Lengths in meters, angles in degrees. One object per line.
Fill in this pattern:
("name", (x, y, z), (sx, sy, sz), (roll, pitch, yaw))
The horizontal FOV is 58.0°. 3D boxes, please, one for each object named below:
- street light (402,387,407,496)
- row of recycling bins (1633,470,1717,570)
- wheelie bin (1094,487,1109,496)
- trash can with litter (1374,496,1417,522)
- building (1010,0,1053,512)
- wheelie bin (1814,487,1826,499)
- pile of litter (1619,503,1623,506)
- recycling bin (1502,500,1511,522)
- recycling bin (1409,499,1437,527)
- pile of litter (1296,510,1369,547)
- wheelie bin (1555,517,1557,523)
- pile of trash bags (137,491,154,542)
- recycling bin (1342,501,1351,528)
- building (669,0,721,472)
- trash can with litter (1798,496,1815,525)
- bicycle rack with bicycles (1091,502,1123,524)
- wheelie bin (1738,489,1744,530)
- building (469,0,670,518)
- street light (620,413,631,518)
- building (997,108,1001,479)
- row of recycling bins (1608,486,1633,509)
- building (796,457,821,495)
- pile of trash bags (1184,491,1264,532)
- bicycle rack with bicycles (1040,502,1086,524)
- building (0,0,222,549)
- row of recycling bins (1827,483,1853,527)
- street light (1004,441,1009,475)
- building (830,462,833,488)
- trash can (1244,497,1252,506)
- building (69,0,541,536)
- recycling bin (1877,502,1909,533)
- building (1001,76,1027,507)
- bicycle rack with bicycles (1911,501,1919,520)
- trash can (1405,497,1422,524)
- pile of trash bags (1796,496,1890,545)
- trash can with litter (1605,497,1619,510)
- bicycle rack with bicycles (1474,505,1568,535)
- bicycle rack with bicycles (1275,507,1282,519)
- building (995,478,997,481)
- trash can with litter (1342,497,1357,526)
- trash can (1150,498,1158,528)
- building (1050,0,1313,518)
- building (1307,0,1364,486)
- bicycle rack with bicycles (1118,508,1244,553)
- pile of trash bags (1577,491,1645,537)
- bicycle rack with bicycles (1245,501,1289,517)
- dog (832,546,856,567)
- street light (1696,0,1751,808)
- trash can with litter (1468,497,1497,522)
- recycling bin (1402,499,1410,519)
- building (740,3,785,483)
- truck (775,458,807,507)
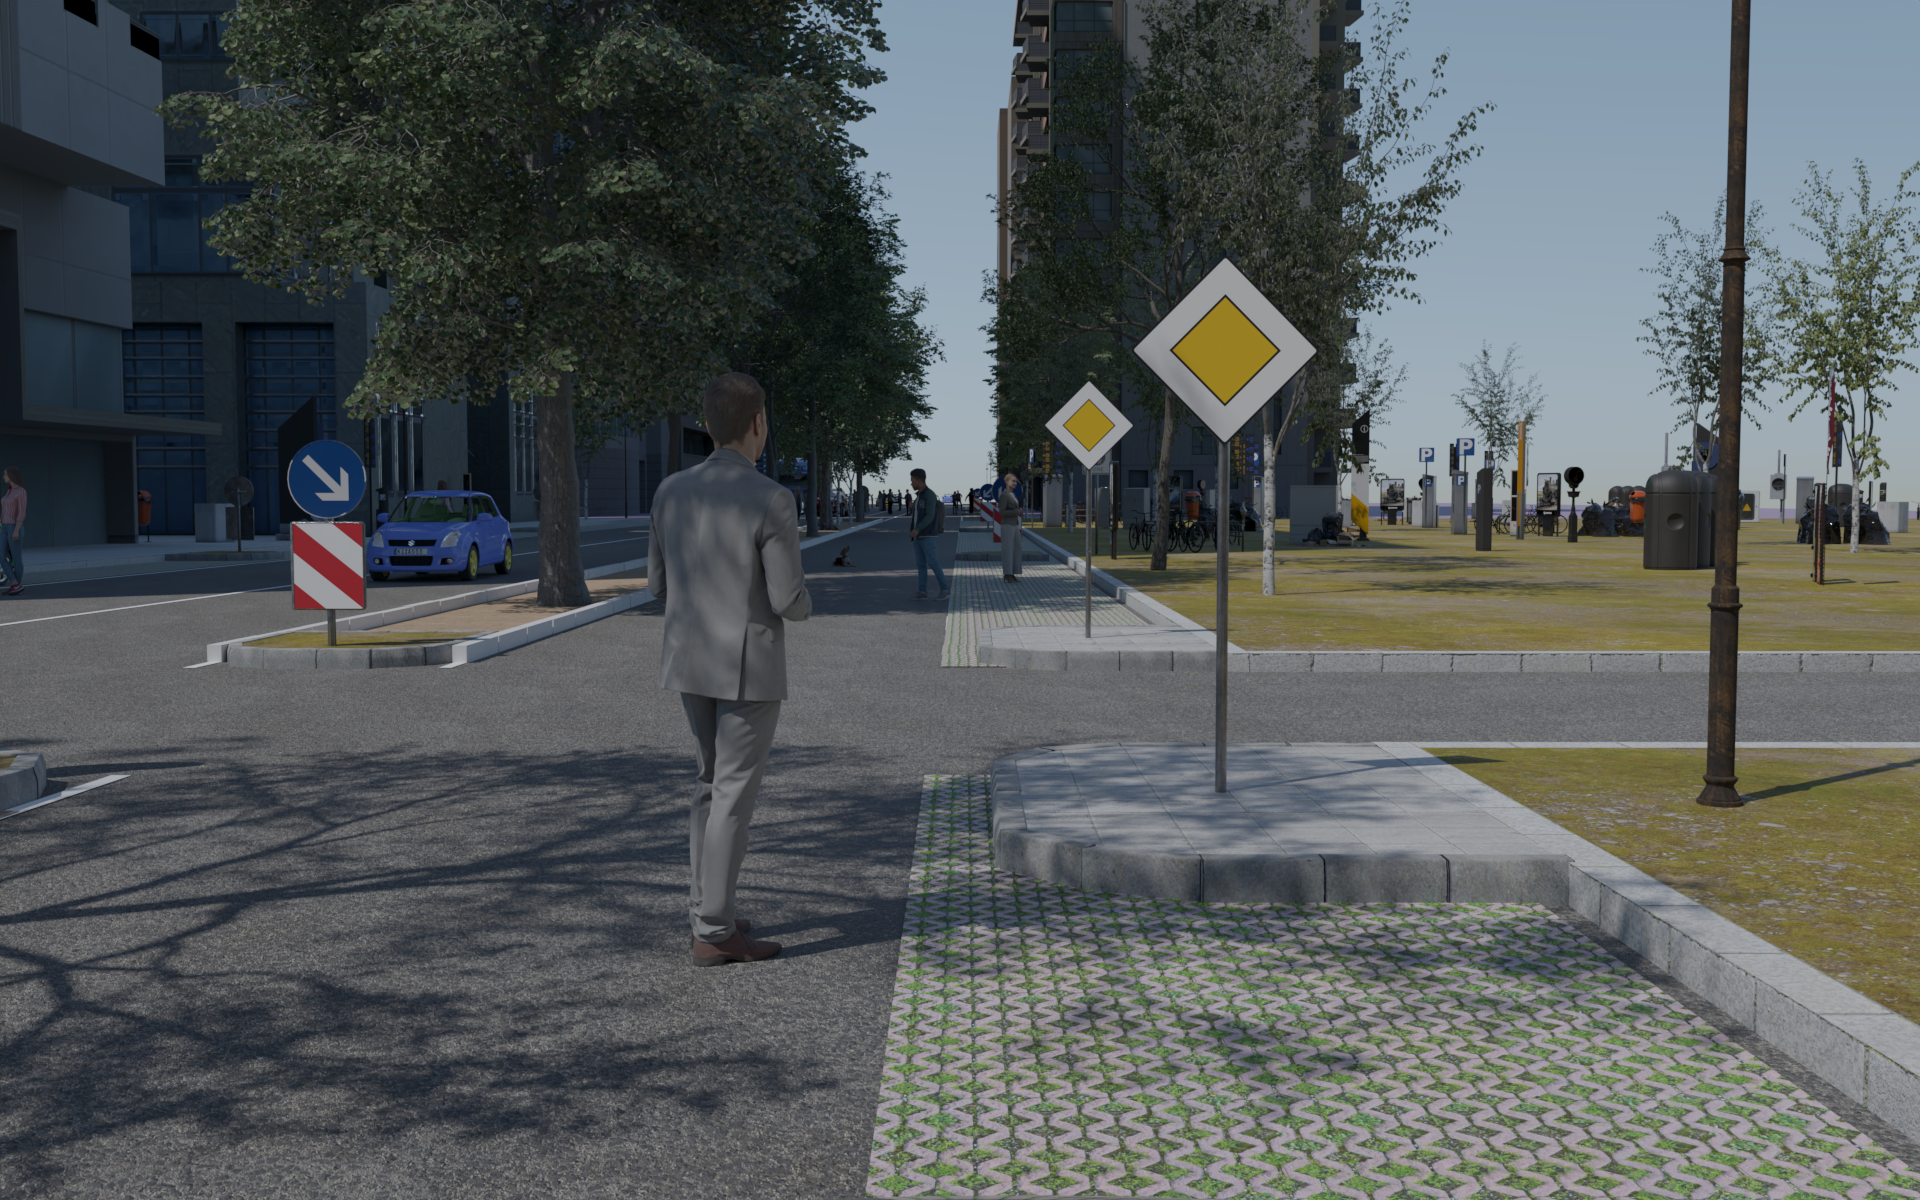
("street light", (-17.830, -5.065, 55.601), (0.468, 5.910, 1.993), (0, 4, 0))
("row of recycling bins", (12.837, -1.435, 30.572), (1.069, 1.692, 3.534), (2, 4, 32))
("wheelie bin", (6.141, -3.979, 72.957), (0.980, 1.594, 0.693), (1, 4, 19))
("trash can with litter", (20.729, -4.409, 83.143), (1.678, 1.210, 2.233), (3, 4, 39))
("building", (15.628, -30.326, 150.453), (22.147, 44.769, 28.867), (0, 4, 0))
("wheelie bin", (40.869, -4.571, 82.641), (0.693, 1.594, 0.980), (-3, 4, -38))
("pile of litter", (30.623, -4.065, 80.428), (1.719, 0.858, 1.176), (2, 4, 32))
("recycling bin", (22.893, -3.630, 71.903), (0.722, 1.027, 0.722), (1, 4, 20))
("recycling bin", (18.240, -3.394, 68.042), (0.722, 1.027, 0.722), (3, 5, 41))
("pile of litter", (9.189, -1.754, 42.640), (1.719, 0.858, 1.176), (1, 4, 22))
("wheelie bin", (25.541, -4.113, 75.152), (0.980, 1.594, 0.693), (3, 5, 43))
("pile of trash bags", (-23.086, -2.239, 46.358), (3.447, 1.369, 1.912), (1, 4, 15))
("recycling bin", (14.587, -3.311, 66.685), (0.722, 1.027, 0.722), (-1, 4, -18))
("building", (-29.994, -30.946, 129.672), (21.300, 48.544, 21.600), (0, 4, 0))
("trash can with litter", (35.520, -3.700, 71.556), (2.233, 1.210, 1.678), (-2, 4, -27))
("bicycle rack with bicycles", (7.198, -3.430, 69.462), (2.925, 0.926, 2.852), (-2, 4, -32))
("wheelie bin", (27.468, -3.290, 61.692), (0.980, 1.594, 0.693), (-1, 4, -13))
("building", (-30.422, -34.372, 103.976), (21.231, 58.520, 28.212), (0, 4, 0))
("street light", (-17.806, -7.305, 92.221), (0.468, 5.910, 1.993), (0, 4, 0))
("building", (11.234, -33.462, 197.209), (14.600, 45.320, 14.200), (0, 4, 0))
("row of recycling bins", (32.839, -4.725, 84.359), (1.069, 1.692, 3.534), (-1, 4, -15))
("building", (-32.121, -23.009, 221.240), (27.650, 21.520, 28.899), (0, 4, 0))
("pile of trash bags", (8.791, -3.017, 59.084), (1.912, 1.369, 3.447), (3, 5, 43))
("bicycle rack with bicycles", (5.129, -4.020, 79.108), (2.852, 0.926, 2.925), (2, 4, 29))
("building", (-32.449, -26.939, 29.697), (28.713, 52.752, 27.495), (0, 4, 0))
("row of recycling bins", (34.853, -3.752, 68.453), (1.069, 1.692, 3.534), (2, 4, 28))
("street light", (3.443, -9.368, 125.947), (0.468, 5.910, 1.993), (0, 4, 0))
("building", (-25.452, -34.158, 242.073), (14.154, 41.232, 14.086), (0, 4, 0))
("trash can", (13.616, -4.225, 80.739), (0.748, 1.137, 0.748), (0, 3, 0))
("building", (-29.138, -46.065, 65.836), (22.319, 86.520, 31.000), (0, 4, 0))
("recycling bin", (30.965, -2.749, 57.502), (0.722, 1.027, 0.722), (-2, 4, -35))
("building", (12.083, -32.578, 182.768), (14.600, 45.320, 14.200), (0, 4, 0))
("bicycle rack with bicycles", (47.606, -4.332, 84.205), (2.852, 0.926, 2.925), (3, 4, 39))
("trash can", (19.394, -3.814, 74.005), (0.748, 1.137, 0.748), (0, 3, 0))
("pile of trash bags", (23.364, -2.119, 44.394), (3.447, 1.369, 1.912), (2, 4, 25))
("trash can with litter", (23.752, -3.205, 63.791), (1.055, 1.170, 0.624), (2, 4, 35))
("bicycle rack with bicycles", (18.002, -2.577, 55.512), (2.925, 0.926, 2.852), (1, 4, 16))
("bicycle rack with bicycles", (5.913, -1.823, 43.193), (2.925, 0.926, 2.852), (-3, 5, -41))
("building", (16.533, -36.726, 220.073), (23.786, 49.044, 30.456), (0, 4, 0))
("trash can with litter", (15.155, -3.610, 70.084), (2.233, 1.210, 1.678), (0, 4, 7))
("trash can", (7.257, -3.248, 64.755), (0.748, 1.137, 0.748), (0, 3, 0))
("building", (12.138, -20.113, 100.556), (14.160, 30.474, 14.107), (0, 4, 0))
("building", (15.478, -28.564, 121.640), (22.147, 44.769, 28.867), (0, 4, 0))
("bicycle rack with bicycles", (5.155, -1.555, 38.807), (2.852, 0.926, 2.925), (0, 4, -5))
("pile of trash bags", (19.840, -2.577, 51.879), (1.912, 1.369, 3.447), (0, 4, 2))
("bicycle rack with bicycles", (15.507, -4.652, 89.447), (2.925, 0.926, 2.852), (-1, 4, -20))
("dog", (-2.286, -0.871, 34.434), (0.550, 0.427, 0.748), (0, 4, 6))
("street light", (3.144, -2.092, 6.989), (0.468, 5.910, 1.993), (0, 4, 0))
("trash can with litter", (23.692, -4.166, 79.165), (2.233, 1.210, 1.678), (-1, 4, -9))
("recycling bin", (23.274, -4.692, 89.261), (0.722, 1.027, 0.722), (-1, 4, -18))
("building", (-29.462, -53.584, 188.764), (22.319, 86.520, 31.000), (0, 4, 0))
("truck", (-12.357, -8.885, 135.034), (2.967, 4.110, 18.799), (0, 4, -2))
